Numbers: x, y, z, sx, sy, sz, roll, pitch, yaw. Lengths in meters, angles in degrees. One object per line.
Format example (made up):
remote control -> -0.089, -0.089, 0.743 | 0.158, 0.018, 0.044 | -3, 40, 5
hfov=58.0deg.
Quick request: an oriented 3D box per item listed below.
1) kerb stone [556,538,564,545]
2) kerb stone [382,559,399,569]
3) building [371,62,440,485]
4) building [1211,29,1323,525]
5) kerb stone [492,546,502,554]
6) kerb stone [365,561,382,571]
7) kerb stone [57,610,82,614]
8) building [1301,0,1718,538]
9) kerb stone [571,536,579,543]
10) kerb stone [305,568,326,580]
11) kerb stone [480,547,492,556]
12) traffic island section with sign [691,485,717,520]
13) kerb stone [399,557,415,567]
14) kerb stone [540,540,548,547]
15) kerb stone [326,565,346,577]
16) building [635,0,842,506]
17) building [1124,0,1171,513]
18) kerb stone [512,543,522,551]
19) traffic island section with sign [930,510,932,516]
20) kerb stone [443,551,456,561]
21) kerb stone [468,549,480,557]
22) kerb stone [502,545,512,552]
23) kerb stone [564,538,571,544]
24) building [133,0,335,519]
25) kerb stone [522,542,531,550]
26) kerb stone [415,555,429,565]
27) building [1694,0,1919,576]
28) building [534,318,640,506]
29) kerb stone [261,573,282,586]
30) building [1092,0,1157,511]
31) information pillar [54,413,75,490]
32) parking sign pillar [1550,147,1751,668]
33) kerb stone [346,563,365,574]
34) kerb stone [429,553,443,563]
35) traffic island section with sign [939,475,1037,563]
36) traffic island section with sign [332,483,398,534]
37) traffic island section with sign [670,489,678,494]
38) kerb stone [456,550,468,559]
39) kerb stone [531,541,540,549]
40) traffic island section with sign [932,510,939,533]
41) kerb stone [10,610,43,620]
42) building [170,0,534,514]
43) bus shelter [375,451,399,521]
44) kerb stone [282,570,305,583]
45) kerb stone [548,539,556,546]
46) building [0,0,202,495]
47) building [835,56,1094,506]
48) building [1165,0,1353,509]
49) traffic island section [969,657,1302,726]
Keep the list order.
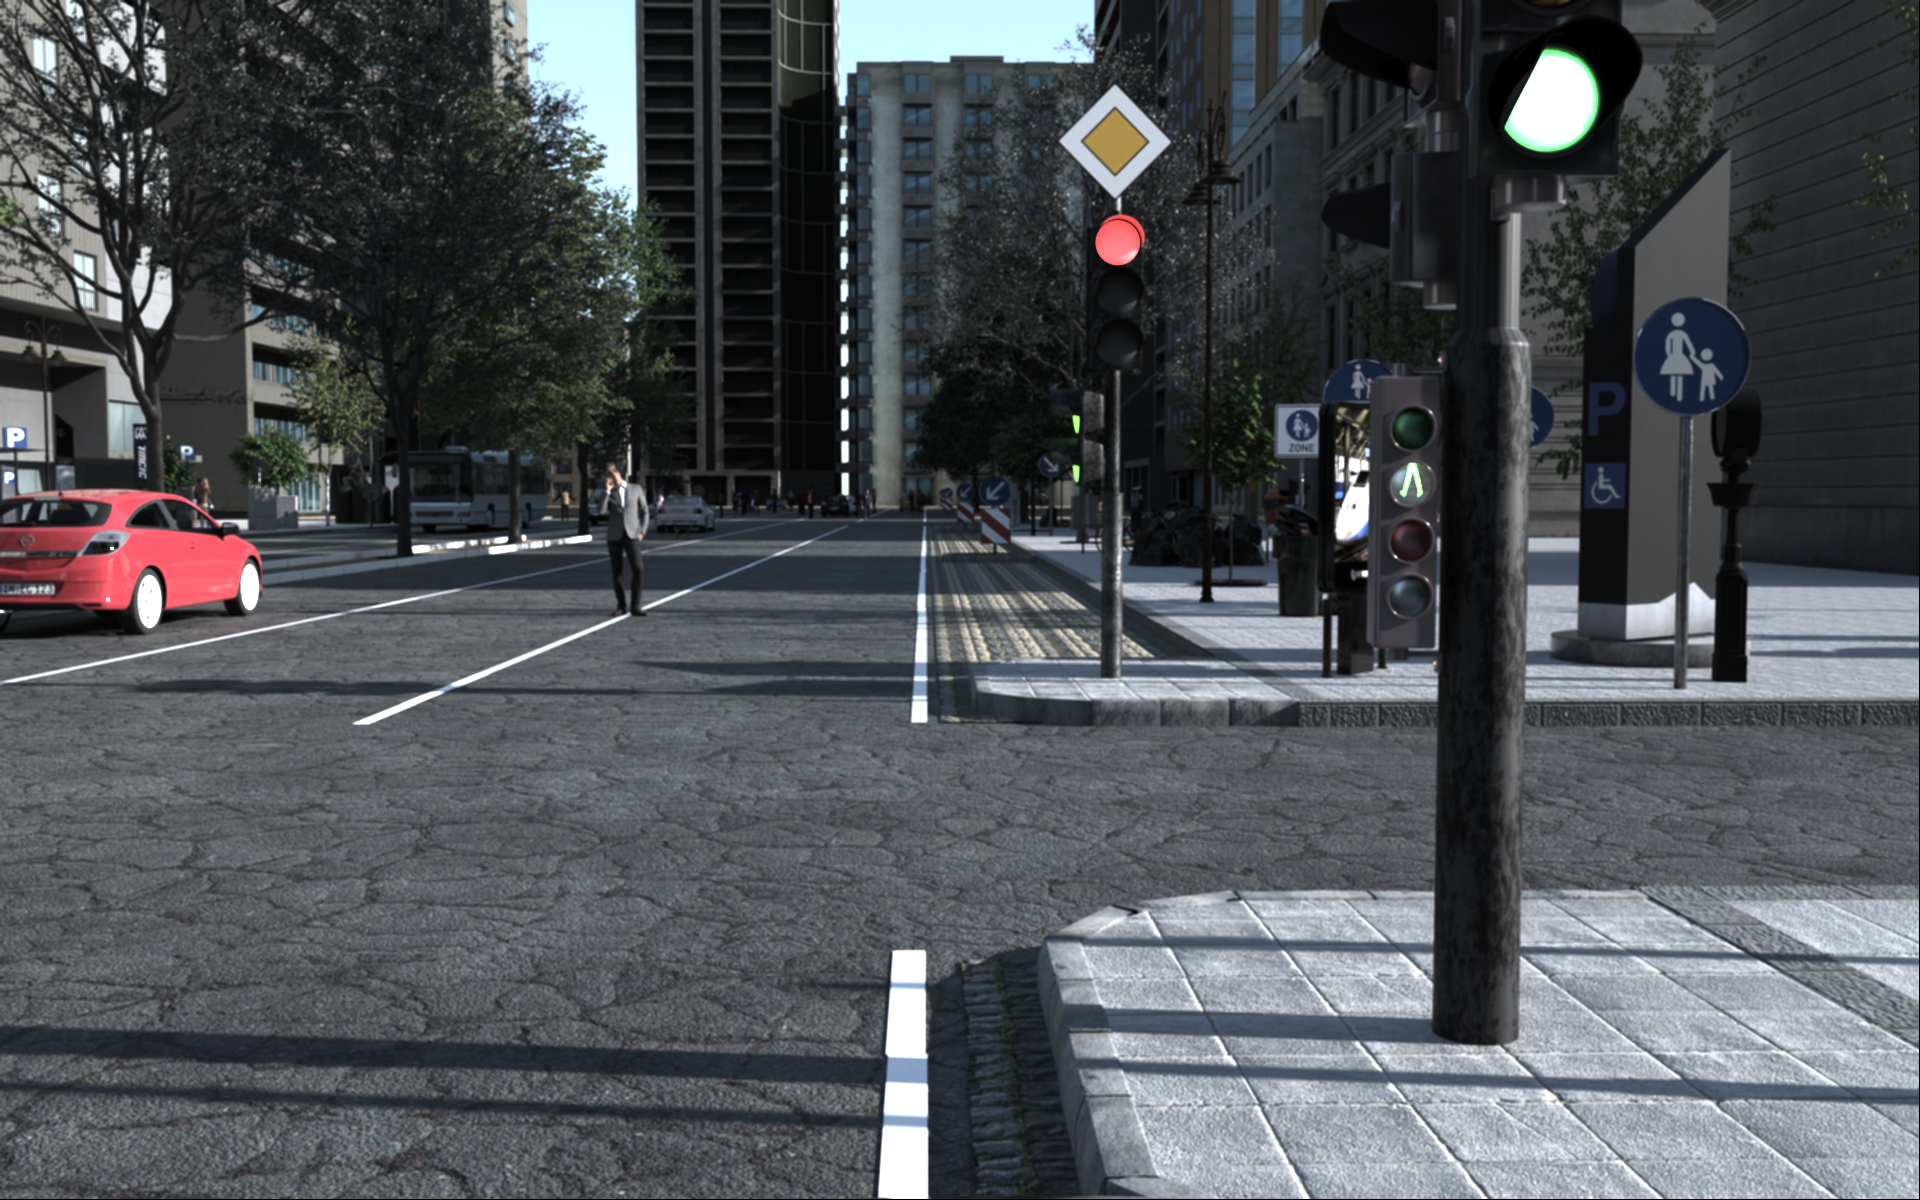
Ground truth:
kerb stone -> -11.403, -1.629, 48.829 | 0.120, 0.150, 1.000 | 0, 4, -1
kerb stone -> -11.107, -0.684, 33.458 | 0.120, 0.150, 1.000 | 0, 4, -1
building -> -43.701, -20.997, 115.001 | 14.160, 30.474, 14.107 | 0, 4, -1
building -> 17.838, -13.733, 79.294 | 10.420, 20.320, 16.860 | 0, 4, -1
kerb stone -> -11.264, -1.190, 41.651 | 0.120, 0.150, 1.000 | 0, 4, -1
kerb stone -> -11.083, -0.626, 32.431 | 0.120, 0.150, 1.000 | 0, 4, -1
kerb stone -> -10.858, 0.064, 21.152 | 0.120, 0.150, 1.000 | 0, 4, -1
building -> 19.772, -13.685, 59.901 | 11.583, 22.565, 21.152 | 0, 4, -1
kerb stone -> -11.440, -1.753, 50.879 | 0.120, 0.150, 1.000 | 0, 4, -1
kerb stone -> -11.021, -0.437, 29.363 | 0.120, 0.150, 1.000 | 0, 4, -1
kerb stone -> -11.236, -1.125, 40.630 | 0.120, 0.150, 1.000 | 0, 4, -1
traffic island section with sign -> -13.197, -4.803, 86.663 | 2.006, 1.907, 1.989 | 0, 4, -1
kerb stone -> -11.116, -0.752, 34.489 | 0.120, 0.150, 1.000 | 0, 4, -1
kerb stone -> -11.358, -1.503, 46.780 | 0.120, 0.150, 1.000 | 0, 4, -1
kerb stone -> -11.042, -0.496, 30.386 | 0.120, 0.150, 1.000 | 0, 4, -1
building -> -23.867, -46.011, 190.529 | 20.611, 71.187, 20.563 | 0, 4, -1
building -> 22.799, -41.618, 118.698 | 20.563, 71.187, 20.611 | 0, 4, -1
kerb stone -> -11.306, -1.316, 43.708 | 0.120, 0.150, 1.000 | 0, 4, -1
traffic island section with sign -> -0.914, -6.437, 113.865 | 1.989, 1.847, 2.006 | 0, 4, -1
kerb stone -> -11.182, -0.940, 37.563 | 0.120, 0.150, 1.000 | 0, 4, -1
kerb stone -> -11.217, -1.064, 39.607 | 0.120, 0.150, 1.000 | 0, 4, -1
kerb stone -> -11.288, -1.247, 42.674 | 0.120, 0.150, 1.000 | 0, 4, -1
kerb stone -> -11.428, -1.692, 49.855 | 0.120, 0.150, 1.000 | 0, 4, -1
building -> -46.758, -28.909, 96.361 | 21.300, 48.544, 21.600 | 0, 4, -1
kerb stone -> -11.330, -1.378, 44.733 | 0.120, 0.150, 1.000 | 0, 4, -1
kerb stone -> -11.141, -0.814, 35.511 | 0.120, 0.150, 1.000 | 0, 4, -1
building -> 27.078, -14.143, 28.497 | 25.104, 27.353, 12.463 | 0, 4, -1
building -> -49.673, -21.381, 194.626 | 28.899, 21.520, 27.650 | 0, 4, -1
kerb stone -> -10.982, -0.313, 27.317 | 0.120, 0.150, 1.000 | 0, 4, -1
building -> 22.476, -31.629, 140.830 | 21.300, 48.544, 21.600 | 0, 4, -1
information pillar -> -26.060, -3.612, 50.416 | 0.504, 3.616, 0.183 | -3, 5, -40
parking sign pillar -> 5.350, -1.521, 13.345 | 1.447, 3.967, 1.447 | -3, 4, -37
kerb stone -> -11.059, -0.563, 31.408 | 0.120, 0.150, 1.000 | 0, 4, -1
kerb stone -> -11.160, -0.877, 36.538 | 0.120, 0.150, 1.000 | 0, 4, -1
traffic island section with sign -> 0.613, -1.718, 36.724 | 1.989, 1.847, 2.006 | 0, 4, -1
traffic island section with sign -> -21.638, -3.341, 63.257 | 1.989, 1.847, 2.006 | 0, 4, -1
traffic island section with sign -> -23.160, -8.059, 140.398 | 1.989, 1.847, 2.006 | 0, 4, -1
kerb stone -> -11.208, -1.002, 38.585 | 0.120, 0.150, 1.000 | 0, 4, -1
kerb stone -> -11.340, -1.438, 45.758 | 0.120, 0.150, 1.000 | 0, 4, -1
traffic island section with sign -> 0.078, -3.367, 63.674 | 1.989, 1.847, 2.006 | 0, 4, -1
kerb stone -> -10.833, 0.137, 20.121 | 0.120, 0.150, 1.000 | 0, 4, -1
building -> -47.517, -31.542, 139.415 | 21.600, 48.544, 21.300 | 0, 4, -1
bus shelter -> -26.594, -5.535, 84.428 | 2.014, 3.302, 5.546 | 0, 4, -1
kerb stone -> -11.002, -0.376, 28.339 | 0.120, 0.150, 1.000 | 0, 4, -1
kerb stone -> -11.385, -1.563, 47.804 | 0.120, 0.150, 1.000 | 0, 4, -1
building -> -49.178, -29.230, 67.149 | 28.713, 52.752, 27.495 | 0, 4, -1
building -> 1.706, -35.019, 192.162 | 30.456, 49.044, 23.786 | 0, 4, -1
building -> 20.079, -27.642, 102.058 | 14.600, 45.320, 14.200 | 0, 4, -1
traffic island section -> 1.083, 0.621, 12.130 | 2.009, 0.180, 2.903 | 0, 4, -1
